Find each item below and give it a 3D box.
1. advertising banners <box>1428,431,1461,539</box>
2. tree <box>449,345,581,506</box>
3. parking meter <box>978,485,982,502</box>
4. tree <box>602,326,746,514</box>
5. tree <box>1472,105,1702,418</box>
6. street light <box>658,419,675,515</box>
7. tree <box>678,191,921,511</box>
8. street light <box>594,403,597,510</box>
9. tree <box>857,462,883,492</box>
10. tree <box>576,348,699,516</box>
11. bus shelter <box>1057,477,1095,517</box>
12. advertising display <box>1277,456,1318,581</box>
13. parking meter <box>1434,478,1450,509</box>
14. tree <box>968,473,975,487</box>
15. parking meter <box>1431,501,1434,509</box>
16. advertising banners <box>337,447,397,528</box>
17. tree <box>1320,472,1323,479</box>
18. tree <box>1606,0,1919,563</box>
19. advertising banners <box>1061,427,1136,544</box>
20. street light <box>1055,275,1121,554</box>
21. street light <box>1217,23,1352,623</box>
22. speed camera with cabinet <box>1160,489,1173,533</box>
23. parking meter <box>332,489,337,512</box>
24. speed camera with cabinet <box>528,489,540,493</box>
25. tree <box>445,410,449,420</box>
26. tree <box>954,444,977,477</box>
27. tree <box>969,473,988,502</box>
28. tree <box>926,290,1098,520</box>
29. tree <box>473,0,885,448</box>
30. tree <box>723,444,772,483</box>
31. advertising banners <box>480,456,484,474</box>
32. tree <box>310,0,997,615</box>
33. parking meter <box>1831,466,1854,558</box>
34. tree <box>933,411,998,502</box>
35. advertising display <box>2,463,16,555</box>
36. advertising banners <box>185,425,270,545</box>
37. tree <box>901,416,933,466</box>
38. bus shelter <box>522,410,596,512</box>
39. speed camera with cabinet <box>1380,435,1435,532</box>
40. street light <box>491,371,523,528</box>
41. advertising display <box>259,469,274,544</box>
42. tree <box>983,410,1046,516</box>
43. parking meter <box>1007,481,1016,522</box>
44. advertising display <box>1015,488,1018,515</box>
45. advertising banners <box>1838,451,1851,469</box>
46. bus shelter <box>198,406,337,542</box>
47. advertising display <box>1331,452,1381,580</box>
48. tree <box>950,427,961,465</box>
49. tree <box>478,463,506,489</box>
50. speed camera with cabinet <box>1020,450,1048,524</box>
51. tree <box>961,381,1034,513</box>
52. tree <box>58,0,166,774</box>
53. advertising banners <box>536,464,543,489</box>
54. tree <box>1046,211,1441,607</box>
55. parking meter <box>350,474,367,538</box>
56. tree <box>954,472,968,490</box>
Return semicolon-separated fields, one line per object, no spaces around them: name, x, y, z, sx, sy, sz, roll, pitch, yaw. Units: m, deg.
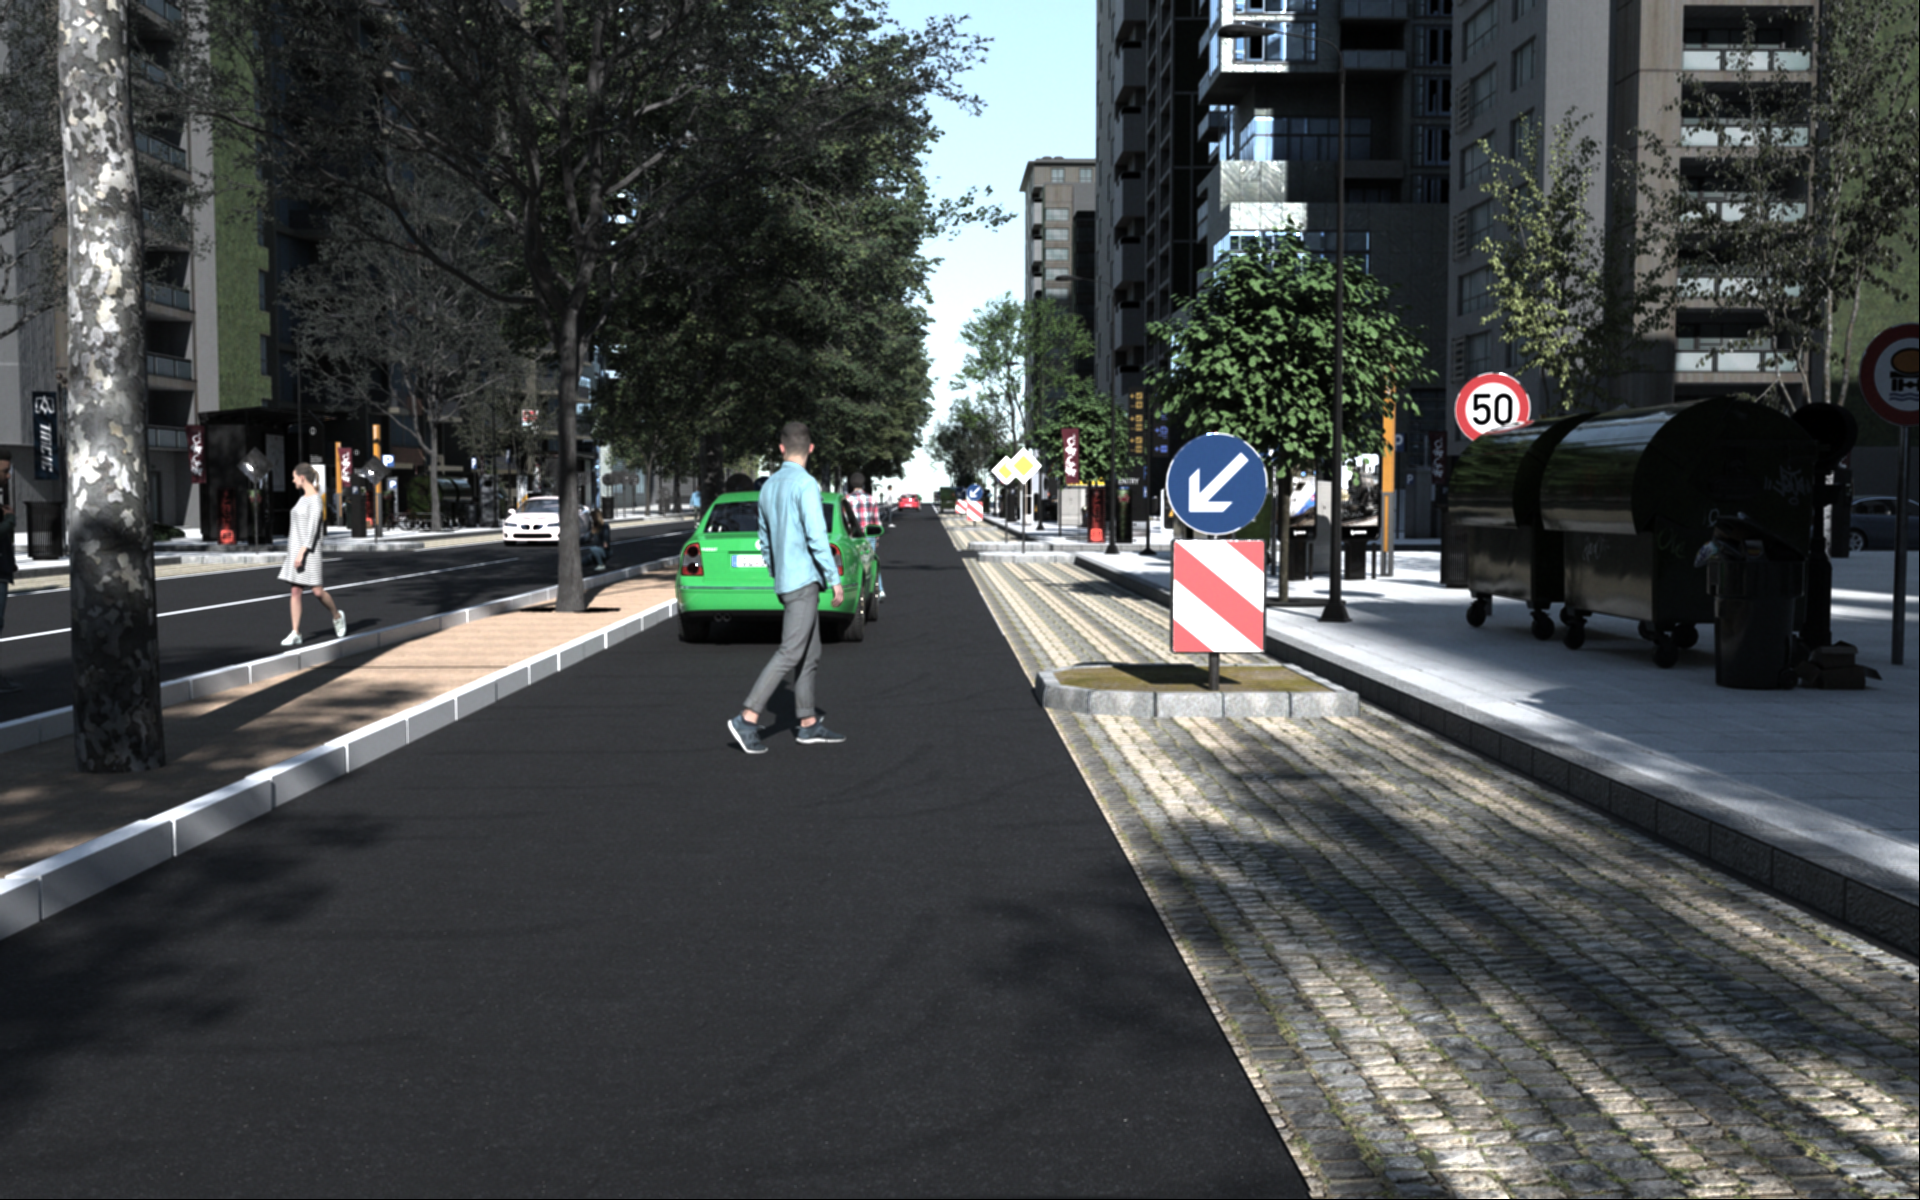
advertising banners;13.931;-3.152;47.718;2.074;3.025;0.090;1;4;9
tree;-18.673;-7.564;74.034;4.360;8.622;3.978;0;3;0
parking meter;1.358;-6.742;115.946;0.255;1.863;0.399;0;4;5
tree;-18.643;-11.995;113.120;9.611;12.733;9.660;0;3;0
tree;11.624;-5.063;33.140;4.737;8.622;4.395;0;3;0
street light;-17.765;-8.151;105.802;1.470;5.913;1.316;0;4;-1
tree;-5.339;-8.563;60.595;7.486;12.596;7.792;0;3;0
street light;-17.455;-6.899;85.342;1.470;5.913;1.316;0;4;-1
tree;-6.010;-8.962;99.352;4.360;8.622;3.978;0;3;0
tree;-18.218;-10.155;100.438;8.767;10.594;7.601;-1;4;-9
bus shelter;5.260;-6.024;76.127;2.179;5.291;8.768;0;4;-1
advertising display;4.988;-1.248;25.612;0.123;1.923;0.974;3;5;40
parking meter;15.686;-3.084;56.131;0.399;1.863;0.255;-1;4;-9
tree;3.055;-7.304;103.127;4.285;4.588;4.351;0;3;0
parking meter;17.274;-3.490;62.774;0.255;1.863;0.399;0;4;-7
advertising banners;-22.284;-4.216;65.125;2.074;3.025;0.090;-1;4;-15
tree;14.439;-4.348;65.693;1.663;3.219;1.824;0;3;0
tree;10.345;-4.312;20.859;4.360;8.622;3.978;0;3;0
advertising banners;3.600;-3.000;45.235;2.074;3.025;0.090;2;4;24
street light;2.717;-3.935;36.884;1.470;5.913;1.316;0;4;-1
street light;3.241;-2.737;17.287;1.470;5.913;1.316;0;4;-1
speed camera with cabinet;7.635;-3.828;56.917;2.038;3.252;0.660;2;4;31
parking meter;-25.504;-3.825;70.948;0.372;1.533;0.369;0;3;0
speed camera with cabinet;-28.953;-7.555;117.852;0.660;3.252;2.038;1;4;11
tree;-27.669;-9.166;100.224;4.360;8.622;3.978;0;3;0
tree;0.492;-18.042;245.346;4.737;8.622;4.395;0;3;0
tree;1.983;-11.031;174.955;1.663;3.219;1.824;0;3;0
tree;3.138;-9.867;87.076;9.928;11.665;9.643;0;3;0
tree;-4.727;-7.581;33.065;9.857;13.997;8.962;0;3;0
tree;-20.145;-13.159;165.514;4.737;8.622;4.395;0;3;0
advertising banners;-21.852;-5.125;79.979;0.090;3.025;2.074;0;4;1
tree;-4.767;-6.602;20.775;12.009;13.543;11.850;0;3;0
parking meter;17.726;-1.785;34.903;0.255;1.863;0.399;-2;4;-31
tree;1.496;-15.297;184.520;7.601;10.594;8.767;3;5;41
advertising display;-19.987;-1.908;36.411;0.123;1.923;0.974;-1;4;-22
advertising banners;-18.485;-2.905;43.678;2.074;3.025;0.090;0;4;1
tree;-6.371;-10.934;115.640;8.767;10.594;7.601;0;4;-1
bus shelter;-19.824;-6.582;85.246;2.179;5.291;8.768;0;4;-1
speed camera with cabinet;15.084;-3.942;58.787;0.660;3.252;2.038;-3;5;-45
street light;-16.945;-5.656;65.015;1.470;5.913;1.316;0;4;-1
advertising display;-17.795;-2.399;44.430;0.123;1.923;0.974;-2;4;-35
tree;3.660;-4.012;49.305;4.285;4.588;4.351;0;3;0
parking meter;2.317;-4.485;79.040;0.399;1.863;0.255;-3;4;-37
advertising display;3.676;-6.286;107.984;0.974;1.923;0.123;0;4;-2
advertising banners;24.235;-3.220;48.835;0.090;3.025;2.074;-2;4;-24
bus shelter;-19.677;-3.563;49.530;1.731;3.624;6.357;0;4;-1
advertising display;5.906;-1.262;25.843;0.974;1.923;0.123;-3;4;-37
tree;1.460;-12.275;151.065;4.360;8.622;3.978;0;3;0
tree;-28.454;-6.779;105.435;1.663;3.219;1.824;0;3;0
speed camera with cabinet;3.183;-4.871;73.983;0.660;3.252;2.038;1;4;22
tree;2.648;-9.939;112.871;4.360;8.622;3.978;0;3;0
tree;-3.143;-9.127;7.578;12.611;20.169;13.585;0;3;0
advertising banners;-24.265;-6.500;102.458;0.090;3.025;2.074;3;4;37
tree;3.842;-2.229;20.153;4.285;4.588;4.351;0;3;0
parking meter;-17.609;-2.753;50.730;0.399;1.863;0.255;1;4;23
tree;0.794;-15.428;235.965;4.285;4.588;4.351;0;3;0
